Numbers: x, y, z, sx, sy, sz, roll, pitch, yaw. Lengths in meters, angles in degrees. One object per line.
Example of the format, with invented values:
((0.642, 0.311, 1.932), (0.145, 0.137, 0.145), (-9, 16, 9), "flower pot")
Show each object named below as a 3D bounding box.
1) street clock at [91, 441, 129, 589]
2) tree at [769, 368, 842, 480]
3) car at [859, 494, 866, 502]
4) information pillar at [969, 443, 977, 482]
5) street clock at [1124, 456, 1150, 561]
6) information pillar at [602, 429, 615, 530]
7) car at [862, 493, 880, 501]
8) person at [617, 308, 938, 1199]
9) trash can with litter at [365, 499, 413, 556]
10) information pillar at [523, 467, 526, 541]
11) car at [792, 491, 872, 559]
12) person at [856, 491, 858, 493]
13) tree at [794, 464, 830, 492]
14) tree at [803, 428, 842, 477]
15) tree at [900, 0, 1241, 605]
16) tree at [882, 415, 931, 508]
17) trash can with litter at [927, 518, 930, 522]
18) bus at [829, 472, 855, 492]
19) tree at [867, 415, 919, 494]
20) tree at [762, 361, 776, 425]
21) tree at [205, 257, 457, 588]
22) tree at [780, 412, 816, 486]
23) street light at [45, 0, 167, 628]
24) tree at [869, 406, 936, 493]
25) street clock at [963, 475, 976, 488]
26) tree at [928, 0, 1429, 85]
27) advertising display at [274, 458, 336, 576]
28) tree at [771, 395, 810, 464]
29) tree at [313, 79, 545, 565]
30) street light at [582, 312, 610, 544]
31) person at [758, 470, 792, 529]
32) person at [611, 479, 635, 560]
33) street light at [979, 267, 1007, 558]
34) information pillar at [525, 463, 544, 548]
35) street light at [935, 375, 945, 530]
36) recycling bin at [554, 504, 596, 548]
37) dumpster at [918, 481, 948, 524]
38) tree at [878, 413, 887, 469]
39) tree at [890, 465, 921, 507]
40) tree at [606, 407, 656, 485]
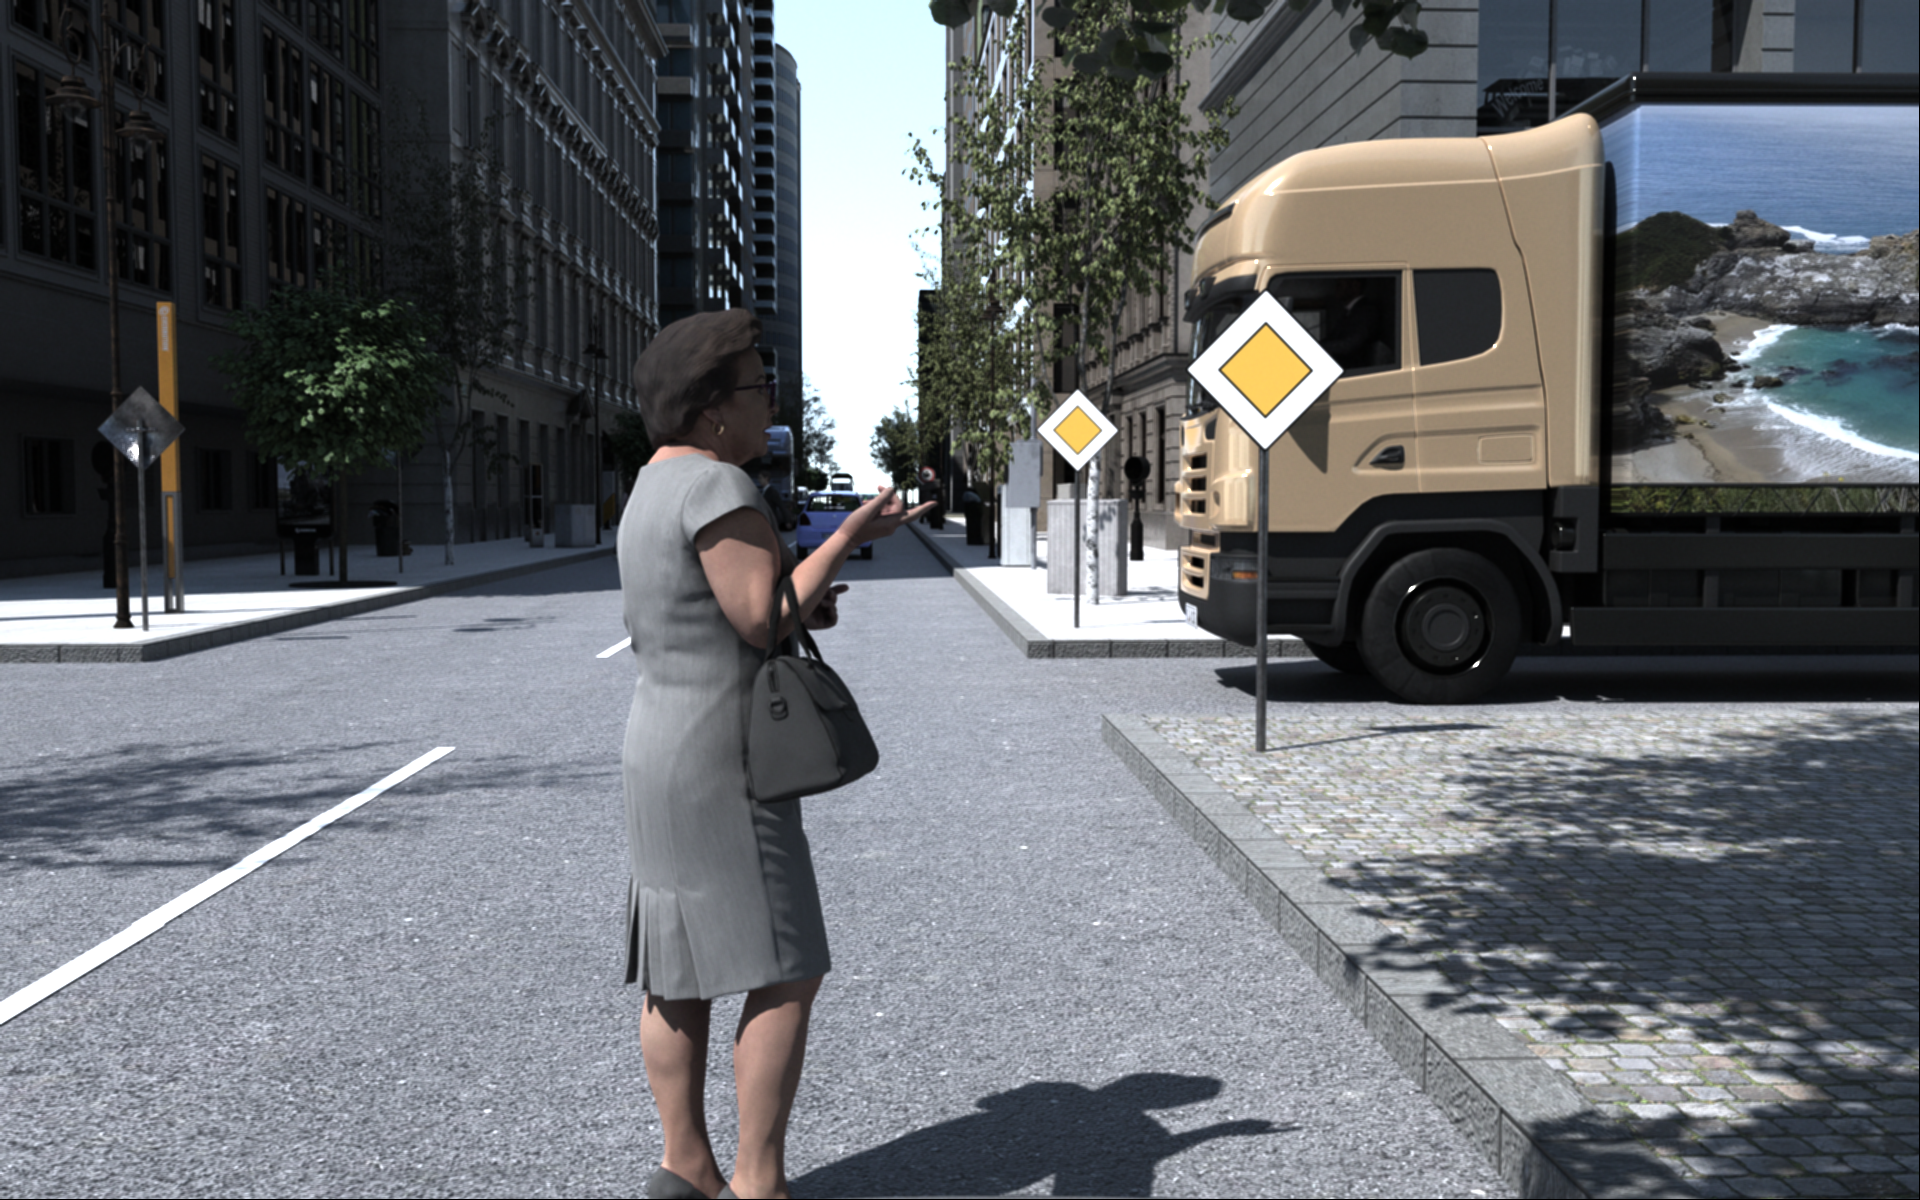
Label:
((-11.549, -1.163, 23.580), (0.471, 2.002, 0.358), (2, 4, 26), "street clock")
((-16.101, -15.721, 167.414), (12.009, 13.543, 11.850), (0, 3, 0), "tree")
((-7.108, -7.238, 127.138), (1.959, 1.807, 4.718), (0, 4, -3), "car")
((0.575, -5.350, 78.832), (0.504, 3.616, 0.183), (3, 5, 44), "information pillar")
((3.407, -1.758, 33.321), (0.358, 2.002, 0.471), (-3, 5, -45), "street clock")
((-12.658, -4.341, 62.331), (0.504, 3.616, 0.183), (2, 4, 28), "information pillar")
((-5.201, -6.075, 108.118), (1.959, 1.807, 4.718), (0, 4, -1), "car")
((-0.342, 0.342, 3.260), (0.532, 1.782, 0.716), (-2, 4, -28), "person")
((-11.821, -1.502, 35.949), (0.624, 1.170, 1.055), (0, 4, 7), "trash can with litter")
((-11.583, -2.589, 46.830), (0.304, 2.012, 0.304), (-3, 5, -41), "information pillar")
((-2.857, -1.818, 39.318), (1.945, 1.707, 3.694), (0, 4, -5), "car")
((-13.197, -13.012, 221.267), (0.705, 1.821, 1.348), (2, 4, 27), "person")
((-17.416, -13.977, 212.235), (4.285, 4.588, 4.351), (0, 3, 0), "tree")
((-20.144, -19.036, 245.656), (7.601, 10.594, 8.767), (-3, 5, -44), "tree")
((1.476, -4.264, 20.081), (4.737, 8.622, 4.395), (0, 3, 0), "tree")
((-4.798, -12.443, 153.811), (4.360, 8.622, 3.978), (0, 3, 0), "tree")
((-1.170, -4.131, 78.935), (0.624, 1.170, 1.055), (-1, 4, -19), "trash can with litter")
((-13.695, -12.783, 200.554), (2.896, 3.916, 12.252), (0, 4, -4), "bus")
((-8.653, -18.497, 228.176), (9.928, 11.665, 9.643), (0, 3, 0), "tree")
((-11.797, -8.440, 88.359), (4.360, 8.622, 3.978), (0, 3, 0), "tree")
((-8.708, -2.471, 24.116), (4.285, 4.588, 4.351), (0, 3, 0), "tree")
((-14.854, -12.404, 153.168), (4.360, 8.622, 3.978), (0, 3, 0), "tree")
((-8.026, -2.670, 16.444), (0.468, 5.910, 1.993), (0, 4, -3), "street light")
((-6.147, -15.258, 183.887), (7.601, 10.594, 8.767), (-1, 4, -20), "tree")
((0.346, -3.611, 63.604), (0.471, 2.002, 0.358), (0, 4, 5), "street clock")
((2.481, -5.839, 2.119), (9.857, 13.997, 8.962), (0, 3, 0), "tree")
((-10.314, -1.351, 27.305), (0.974, 1.923, 0.123), (1, 4, 11), "advertising display")
((-13.611, -10.887, 128.372), (4.737, 8.622, 4.395), (0, 3, 0), "tree")
((-9.297, -4.929, 30.950), (4.360, 8.622, 3.978), (0, 3, 0), "tree")
((-9.273, -4.368, 44.213), (0.468, 5.910, 1.993), (0, 4, -3), "street light")
((-3.433, -1.373, 30.729), (0.755, 1.850, 0.659), (-2, 4, -26), "person")
((-7.294, -1.761, 37.890), (0.643, 1.750, 0.593), (1, 4, 18), "person")
((0.642, -3.769, 34.410), (0.468, 5.910, 1.993), (0, 4, -3), "street light")
((-10.196, -2.272, 41.639), (0.304, 2.012, 0.304), (-2, 4, -23), "information pillar")
((-0.669, -5.478, 62.352), (0.468, 5.910, 1.993), (0, 4, -3), "street light")
((-9.276, -1.785, 41.743), (0.722, 1.027, 0.722), (3, 5, 41), "recycling bin")
((-1.173, -4.294, 75.963), (1.264, 1.857, 1.865), (0, 4, -3), "dumpster")
((0.410, -5.913, 47.036), (4.737, 8.622, 4.395), (0, 3, 0), "tree")
((-5.371, -11.700, 175.004), (4.285, 4.588, 4.351), (0, 3, 0), "tree")
((-10.009, -4.478, 56.929), (4.285, 4.588, 4.351), (0, 3, 0), "tree")
